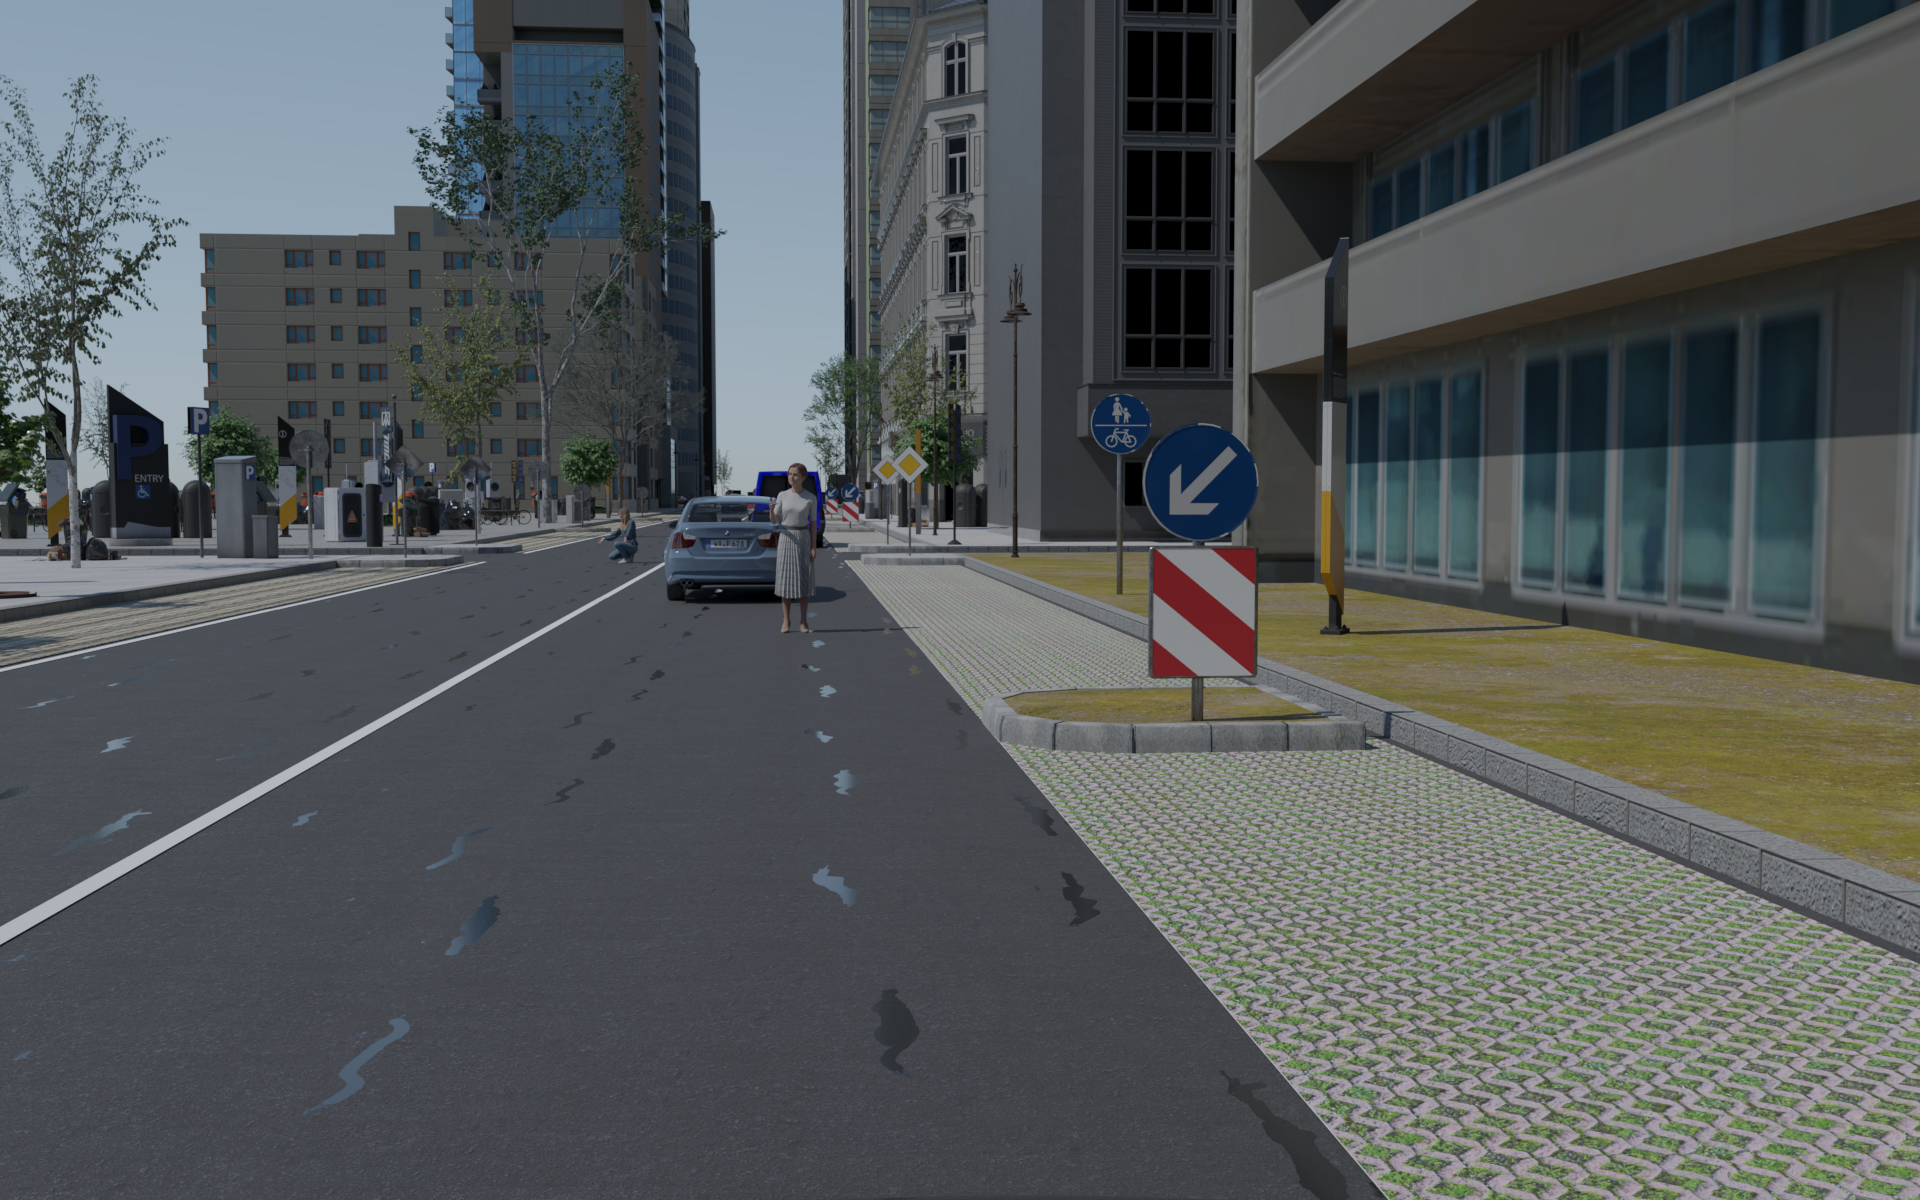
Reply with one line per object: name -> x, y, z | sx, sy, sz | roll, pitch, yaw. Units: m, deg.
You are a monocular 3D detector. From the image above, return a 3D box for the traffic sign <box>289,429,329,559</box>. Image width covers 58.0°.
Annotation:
traffic sign -> -12.810, -2.079, 34.105 | 0.768, 2.556, 0.104 | 0, 4, -3

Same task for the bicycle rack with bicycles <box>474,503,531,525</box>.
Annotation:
bicycle rack with bicycles -> -19.445, -3.569, 71.739 | 2.925, 0.926, 2.852 | 0, 4, -3

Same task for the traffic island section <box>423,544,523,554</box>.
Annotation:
traffic island section -> -12.001, -1.262, 42.916 | 2.009, 0.180, 2.903 | 0, 4, -6

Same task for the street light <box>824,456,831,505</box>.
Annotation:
street light -> -14.701, -13.544, 194.228 | 0.468, 5.910, 1.993 | 0, 4, -6

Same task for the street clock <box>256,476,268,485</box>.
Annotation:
street clock -> -27.507, -3.893, 68.215 | 0.471, 2.002, 0.358 | -2, 4, -25

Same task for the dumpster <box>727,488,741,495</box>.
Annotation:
dumpster -> -31.596, -14.525, 242.439 | 1.985, 2.255, 1.502 | 0, 4, -7

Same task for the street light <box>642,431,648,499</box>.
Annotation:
street light -> -21.624, -8.943, 119.007 | 0.468, 5.910, 1.993 | 0, 4, -6

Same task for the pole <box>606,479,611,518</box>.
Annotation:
pole -> -18.741, -6.020, 92.278 | 0.158, 3.312, 0.155 | 0, 3, 0

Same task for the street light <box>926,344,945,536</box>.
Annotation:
street light -> -0.772, -4.932, 53.424 | 0.468, 5.910, 1.993 | 0, 4, -6

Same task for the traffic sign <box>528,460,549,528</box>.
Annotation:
traffic sign -> -15.911, -3.992, 65.379 | 0.768, 2.556, 0.104 | 0, 4, 1

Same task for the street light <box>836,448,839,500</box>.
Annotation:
street light -> -11.506, -11.561, 161.812 | 0.468, 5.910, 1.993 | 0, 4, -6

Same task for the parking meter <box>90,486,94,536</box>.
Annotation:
parking meter -> -26.577, -2.750, 53.379 | 0.372, 1.533, 0.369 | 0, 3, 0

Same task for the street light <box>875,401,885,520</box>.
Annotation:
street light -> -3.926, -6.926, 86.024 | 0.468, 5.910, 1.993 | 0, 4, -6

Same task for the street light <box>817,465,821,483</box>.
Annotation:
street light -> -19.687, -16.623, 244.574 | 0.468, 5.910, 1.993 | 0, 4, -6

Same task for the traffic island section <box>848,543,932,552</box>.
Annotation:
traffic island section -> -1.809, -1.323, 43.918 | 2.009, 0.180, 2.903 | 0, 4, -6

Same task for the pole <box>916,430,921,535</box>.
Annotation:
pole -> -1.316, -3.735, 54.907 | 0.158, 3.312, 0.155 | 0, 3, 0

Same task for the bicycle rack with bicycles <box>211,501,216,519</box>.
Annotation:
bicycle rack with bicycles -> -38.614, -4.612, 88.783 | 2.852, 0.926, 2.925 | 2, 4, 32

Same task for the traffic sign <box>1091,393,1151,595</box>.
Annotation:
traffic sign -> 2.038, -1.341, 22.031 | 0.768, 2.556, 0.104 | 0, 4, -1

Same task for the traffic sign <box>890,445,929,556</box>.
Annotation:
traffic sign -> -1.044, -1.972, 35.892 | 0.795, 2.450, 0.064 | 0, 4, -6

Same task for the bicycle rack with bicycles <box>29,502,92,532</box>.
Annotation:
bicycle rack with bicycles -> -30.472, -2.830, 59.647 | 2.852, 0.926, 2.925 | -1, 4, -11

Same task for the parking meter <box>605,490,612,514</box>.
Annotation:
parking meter -> -22.209, -6.178, 109.415 | 0.372, 1.533, 0.369 | 0, 3, 0

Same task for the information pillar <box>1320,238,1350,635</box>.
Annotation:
information pillar -> 3.411, -1.492, 15.751 | 0.183, 3.616, 0.504 | 2, 4, 28

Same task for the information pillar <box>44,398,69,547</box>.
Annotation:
information pillar -> -22.036, -3.112, 42.230 | 0.504, 3.616, 0.183 | -2, 4, -26

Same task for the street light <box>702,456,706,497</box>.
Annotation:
street light -> -29.860, -14.035, 202.267 | 0.468, 5.910, 1.993 | 0, 4, -6

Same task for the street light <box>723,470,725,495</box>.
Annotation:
street light -> -36.414, -18.021, 267.436 | 0.468, 5.910, 1.993 | 0, 4, -6

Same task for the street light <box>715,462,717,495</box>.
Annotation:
street light -> -33.021, -16.018, 234.686 | 0.468, 5.910, 1.993 | 0, 4, -6

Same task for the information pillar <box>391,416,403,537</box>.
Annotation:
information pillar -> -16.949, -3.722, 52.204 | 0.504, 3.616, 0.183 | 3, 4, 38

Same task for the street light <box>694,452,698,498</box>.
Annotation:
street light -> -28.082, -12.956, 184.612 | 0.468, 5.910, 1.993 | 0, 4, -6

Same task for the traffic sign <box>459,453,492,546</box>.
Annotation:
traffic sign -> -11.978, -2.398, 42.857 | 0.795, 2.450, 0.064 | 0, 4, -6

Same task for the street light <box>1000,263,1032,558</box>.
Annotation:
street light -> 1.115, -3.797, 34.869 | 0.468, 5.910, 1.993 | 0, 4, -6

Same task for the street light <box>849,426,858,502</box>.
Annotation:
street light -> -7.148, -8.908, 118.437 | 0.468, 5.910, 1.993 | 0, 4, -6

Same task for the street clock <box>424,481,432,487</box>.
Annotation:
street clock -> -30.351, -5.774, 98.975 | 0.471, 2.002, 0.358 | 0, 4, -6

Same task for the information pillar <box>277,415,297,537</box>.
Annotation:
information pillar -> -19.990, -3.675, 51.440 | 0.504, 3.616, 0.183 | -1, 4, -12

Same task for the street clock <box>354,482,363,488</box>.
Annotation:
street clock -> -36.424, -6.139, 104.945 | 0.471, 2.002, 0.358 | -3, 4, -38

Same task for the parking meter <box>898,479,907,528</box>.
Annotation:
parking meter -> -2.198, -3.718, 66.493 | 0.255, 1.863, 0.399 | -2, 4, -25

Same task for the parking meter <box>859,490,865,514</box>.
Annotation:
parking meter -> -6.318, -6.303, 111.457 | 0.372, 1.533, 0.369 | 0, 3, 0

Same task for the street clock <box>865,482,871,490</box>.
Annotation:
street clock -> -5.356, -5.903, 101.090 | 0.358, 2.002, 0.471 | -2, 4, -24

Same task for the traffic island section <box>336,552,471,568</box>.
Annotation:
traffic island section -> -11.213, -0.776, 34.970 | 2.009, 0.180, 2.903 | 0, 4, -6

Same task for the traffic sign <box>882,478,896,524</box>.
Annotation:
traffic sign -> -3.003, -4.358, 73.387 | 0.606, 2.300, 0.079 | 0, 4, -1

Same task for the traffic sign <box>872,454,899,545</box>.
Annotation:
traffic sign -> -1.832, -2.458, 43.838 | 0.795, 2.450, 0.064 | 0, 4, -6

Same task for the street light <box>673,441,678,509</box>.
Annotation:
street light -> -24.848, -10.926, 151.420 | 0.468, 5.910, 1.993 | 0, 4, -6

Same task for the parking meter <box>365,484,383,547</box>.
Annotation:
parking meter -> -14.169, -2.047, 41.884 | 0.372, 1.533, 0.369 | 0, 3, 0

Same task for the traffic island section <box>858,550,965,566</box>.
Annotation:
traffic island section -> -1.021, -0.837, 35.971 | 2.009, 0.180, 2.903 | 0, 4, -6

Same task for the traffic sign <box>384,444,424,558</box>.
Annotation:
traffic sign -> -11.191, -1.912, 34.910 | 0.795, 2.450, 0.064 | 0, 4, -6
